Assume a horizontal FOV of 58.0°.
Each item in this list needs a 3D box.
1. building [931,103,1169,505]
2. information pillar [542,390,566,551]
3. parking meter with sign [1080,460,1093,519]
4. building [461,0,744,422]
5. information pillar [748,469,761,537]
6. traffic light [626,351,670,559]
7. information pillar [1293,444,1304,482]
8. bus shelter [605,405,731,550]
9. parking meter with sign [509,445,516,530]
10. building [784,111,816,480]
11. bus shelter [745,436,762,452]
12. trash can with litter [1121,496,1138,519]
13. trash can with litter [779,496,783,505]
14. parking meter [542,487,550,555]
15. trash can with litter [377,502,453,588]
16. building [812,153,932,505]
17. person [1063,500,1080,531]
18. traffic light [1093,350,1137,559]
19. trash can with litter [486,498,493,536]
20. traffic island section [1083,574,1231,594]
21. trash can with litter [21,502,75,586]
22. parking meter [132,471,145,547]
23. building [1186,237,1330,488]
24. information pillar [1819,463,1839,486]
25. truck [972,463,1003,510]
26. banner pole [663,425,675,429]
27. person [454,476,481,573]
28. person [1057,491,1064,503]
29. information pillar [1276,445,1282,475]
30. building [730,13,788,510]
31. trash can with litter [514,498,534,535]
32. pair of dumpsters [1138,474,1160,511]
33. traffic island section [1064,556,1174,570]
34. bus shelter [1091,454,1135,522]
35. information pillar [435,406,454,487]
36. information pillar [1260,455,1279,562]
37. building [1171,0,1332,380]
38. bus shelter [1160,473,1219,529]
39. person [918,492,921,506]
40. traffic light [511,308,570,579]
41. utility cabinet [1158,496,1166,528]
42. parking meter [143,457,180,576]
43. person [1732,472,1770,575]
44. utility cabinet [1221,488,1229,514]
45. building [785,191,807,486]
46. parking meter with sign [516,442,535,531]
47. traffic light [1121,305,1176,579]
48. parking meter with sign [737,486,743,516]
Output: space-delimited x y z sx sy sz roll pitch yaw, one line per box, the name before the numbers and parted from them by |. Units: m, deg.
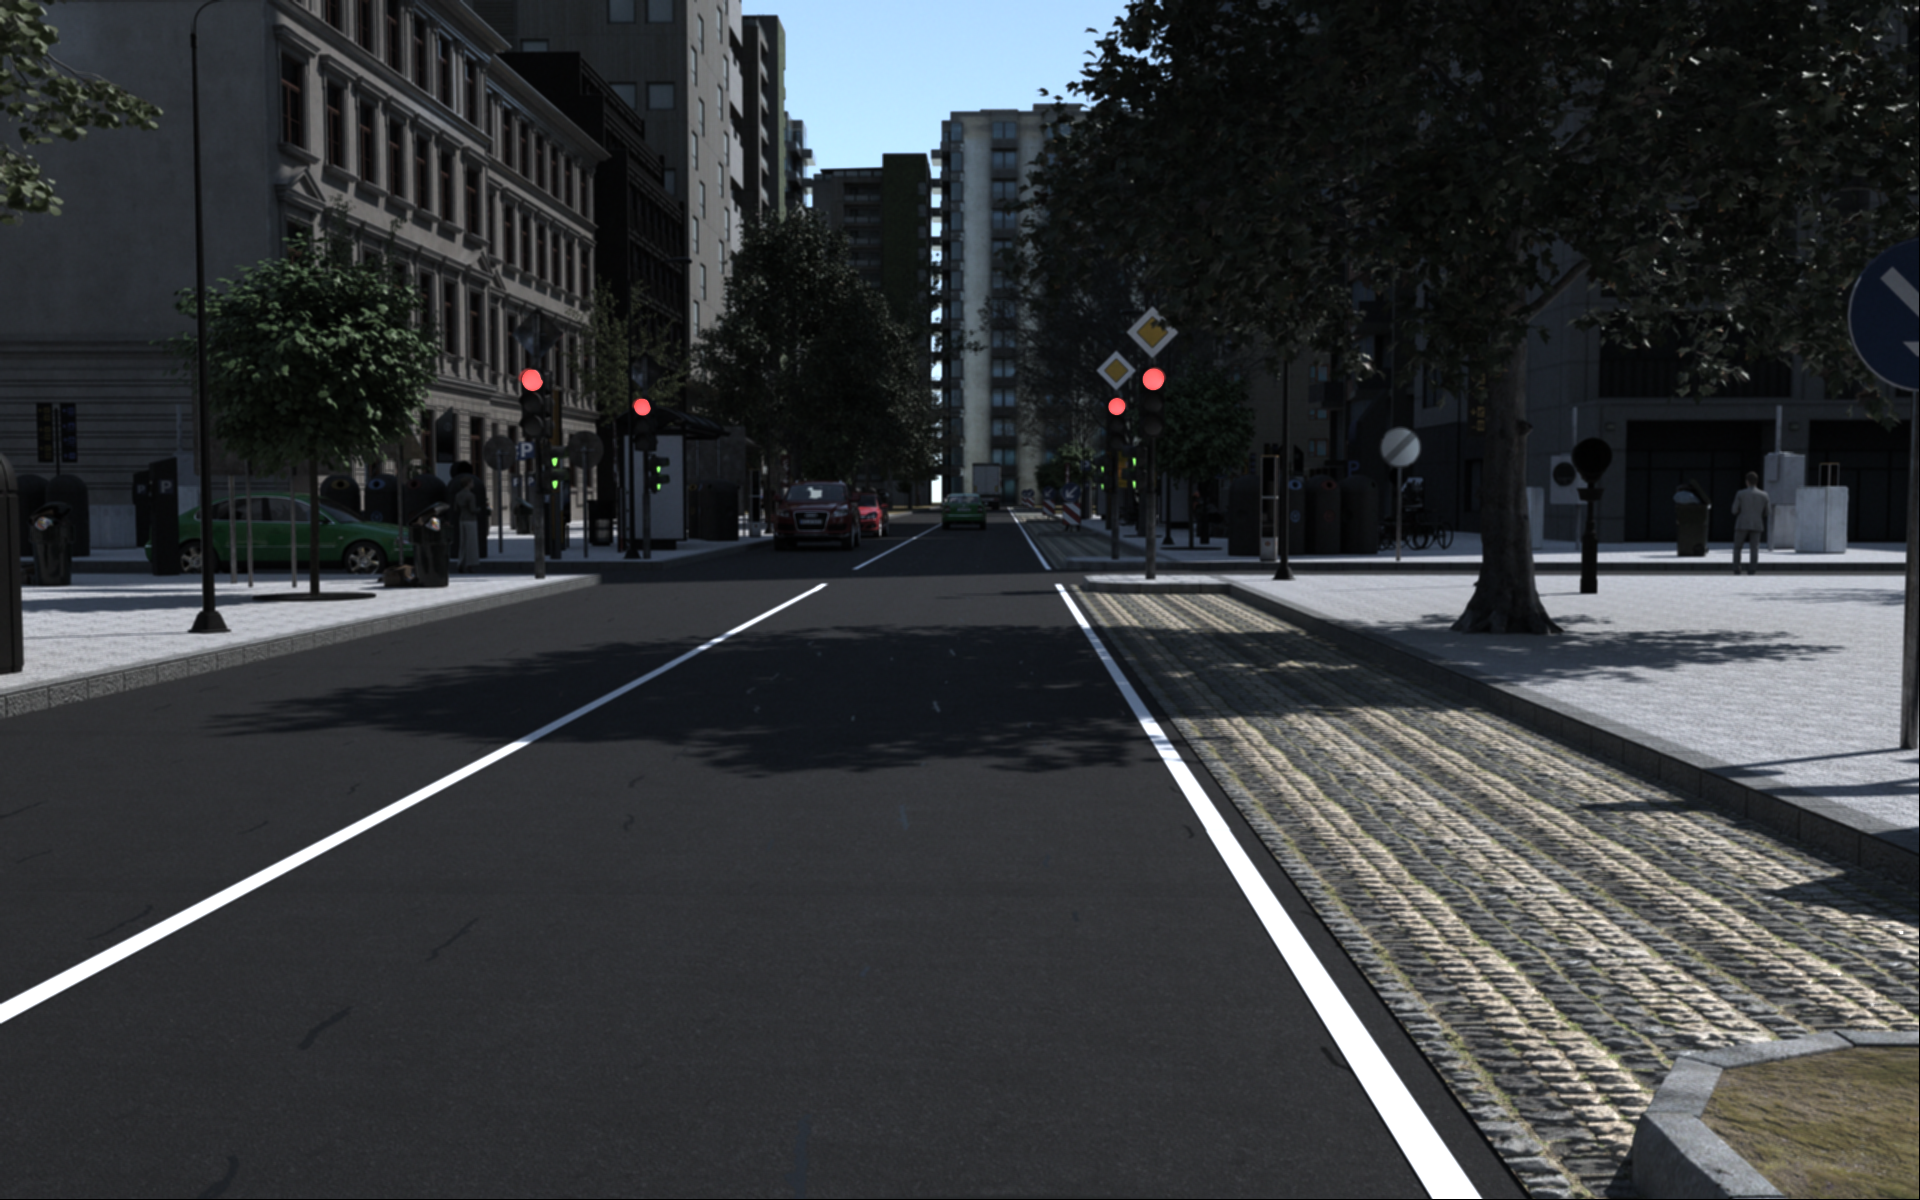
building | 11.798 -36.426 215.176 30.456 49.044 23.786 0 4 1
information pillar | -9.235 -2.933 39.304 0.504 3.616 0.183 1 4 19
parking meter with sign | 6.600 -5.728 89.908 0.543 3.016 1.738 1 4 10
building | -30.322 -32.635 122.815 28.713 52.752 27.495 0 4 1
information pillar | -6.079 -2.862 51.288 0.304 2.012 0.304 -1 4 -20
traffic light | -6.177 -2.766 34.149 0.839 4.253 0.868 0 4 1
information pillar | 15.879 -5.506 81.371 0.504 3.616 0.183 -1 4 -12
bus shelter | -6.972 -2.942 42.029 2.014 3.302 5.546 0 4 1
parking meter with sign | -15.943 -4.037 62.271 0.543 3.016 1.738 -1 4 -20
building | -33.007 -36.452 215.604 30.456 49.044 23.786 0 4 1
bus shelter | -7.679 -3.748 55.198 2.014 3.302 5.546 0 4 1
trash can with litter | 8.728 -4.794 89.768 1.055 1.170 0.624 3 5 39
trash can with litter | -11.049 -5.761 105.573 0.624 1.170 1.055 0 4 5
parking meter | -8.675 -1.707 36.319 0.372 1.533 0.369 0 3 0
trash can with litter | -7.525 -0.763 23.857 1.055 1.170 0.624 1 4 13
building | -10.584 -32.240 210.725 14.086 41.232 14.154 0 4 1
person | 4.043 -3.351 63.064 0.755 1.850 0.659 2 4 28
traffic light | 3.033 -2.754 33.957 0.839 4.253 0.868 0 4 1
trash can with litter | -14.711 -2.507 52.383 1.055 1.170 0.624 -2 4 -29
traffic island section | 2.892 -0.233 26.087 2.009 0.180 2.903 0 4 1
trash can with litter | -12.949 -0.792 24.343 1.055 1.170 0.624 2 4 30
parking meter | -19.712 -2.205 41.767 0.399 1.863 0.255 -1 4 -11
building | 32.280 -17.482 130.866 27.650 21.520 28.899 0 4 1
information pillar | 20.617 -2.241 41.131 0.304 2.012 0.304 -1 4 -20
truck | 2.529 -10.612 162.412 2.839 4.237 11.283 0 4 2
banner pole | -9.494 -4.011 55.599 0.863 3.779 0.401 2 4 26
person | -8.876 -1.364 31.352 0.519 1.759 0.362 2 4 34
person | 11.144 -11.167 191.617 0.750 1.759 0.617 0 4 4
information pillar | 14.225 -5.219 76.678 0.504 3.616 0.183 3 5 42
building | -22.212 -28.143 143.740 14.154 41.232 14.086 0 4 1
trash can with litter | -13.532 -2.645 54.626 1.055 1.170 0.624 1 4 13
pair of dumpsters | 9.449 -4.899 82.599 1.574 2.255 4.437 0 4 1
traffic island section | 3.072 -0.721 34.070 2.009 0.180 2.903 0 4 1
bus shelter | 7.468 -5.466 83.292 2.014 3.302 5.546 0 4 1
information pillar | -13.709 -3.352 46.160 0.504 3.616 0.183 -3 5 -44
information pillar | 5.888 -1.742 32.973 0.304 2.012 0.304 1 4 19
building | 29.900 -37.694 158.300 21.231 58.520 28.212 0 4 1
bus shelter | 8.093 -4.117 61.239 2.014 3.302 5.546 0 4 1
person | -4.542 -11.136 191.498 0.530 1.710 0.541 0 4 4
traffic light | -6.357 -2.278 26.166 0.839 4.253 0.868 0 4 1
utility cabinet | 8.046 -3.361 66.116 1.020 1.237 0.306 3 5 41
parking meter | -12.558 -1.321 27.304 0.399 1.863 0.255 -3 5 -41
person | 13.204 -1.243 29.031 0.606 1.804 0.583 0 4 3
utility cabinet | 9.815 -3.349 63.428 1.173 1.500 0.318 -2 4 -34
building | -21.811 -24.218 167.666 14.107 30.474 14.160 0 4 1
parking meter with sign | -14.442 -3.819 58.700 0.543 3.016 1.738 0 4 1
traffic light | 2.852 -2.266 25.974 0.839 4.253 0.868 0 4 1
parking meter with sign | -13.021 -6.442 101.593 1.738 3.016 0.543 -1 4 -15
